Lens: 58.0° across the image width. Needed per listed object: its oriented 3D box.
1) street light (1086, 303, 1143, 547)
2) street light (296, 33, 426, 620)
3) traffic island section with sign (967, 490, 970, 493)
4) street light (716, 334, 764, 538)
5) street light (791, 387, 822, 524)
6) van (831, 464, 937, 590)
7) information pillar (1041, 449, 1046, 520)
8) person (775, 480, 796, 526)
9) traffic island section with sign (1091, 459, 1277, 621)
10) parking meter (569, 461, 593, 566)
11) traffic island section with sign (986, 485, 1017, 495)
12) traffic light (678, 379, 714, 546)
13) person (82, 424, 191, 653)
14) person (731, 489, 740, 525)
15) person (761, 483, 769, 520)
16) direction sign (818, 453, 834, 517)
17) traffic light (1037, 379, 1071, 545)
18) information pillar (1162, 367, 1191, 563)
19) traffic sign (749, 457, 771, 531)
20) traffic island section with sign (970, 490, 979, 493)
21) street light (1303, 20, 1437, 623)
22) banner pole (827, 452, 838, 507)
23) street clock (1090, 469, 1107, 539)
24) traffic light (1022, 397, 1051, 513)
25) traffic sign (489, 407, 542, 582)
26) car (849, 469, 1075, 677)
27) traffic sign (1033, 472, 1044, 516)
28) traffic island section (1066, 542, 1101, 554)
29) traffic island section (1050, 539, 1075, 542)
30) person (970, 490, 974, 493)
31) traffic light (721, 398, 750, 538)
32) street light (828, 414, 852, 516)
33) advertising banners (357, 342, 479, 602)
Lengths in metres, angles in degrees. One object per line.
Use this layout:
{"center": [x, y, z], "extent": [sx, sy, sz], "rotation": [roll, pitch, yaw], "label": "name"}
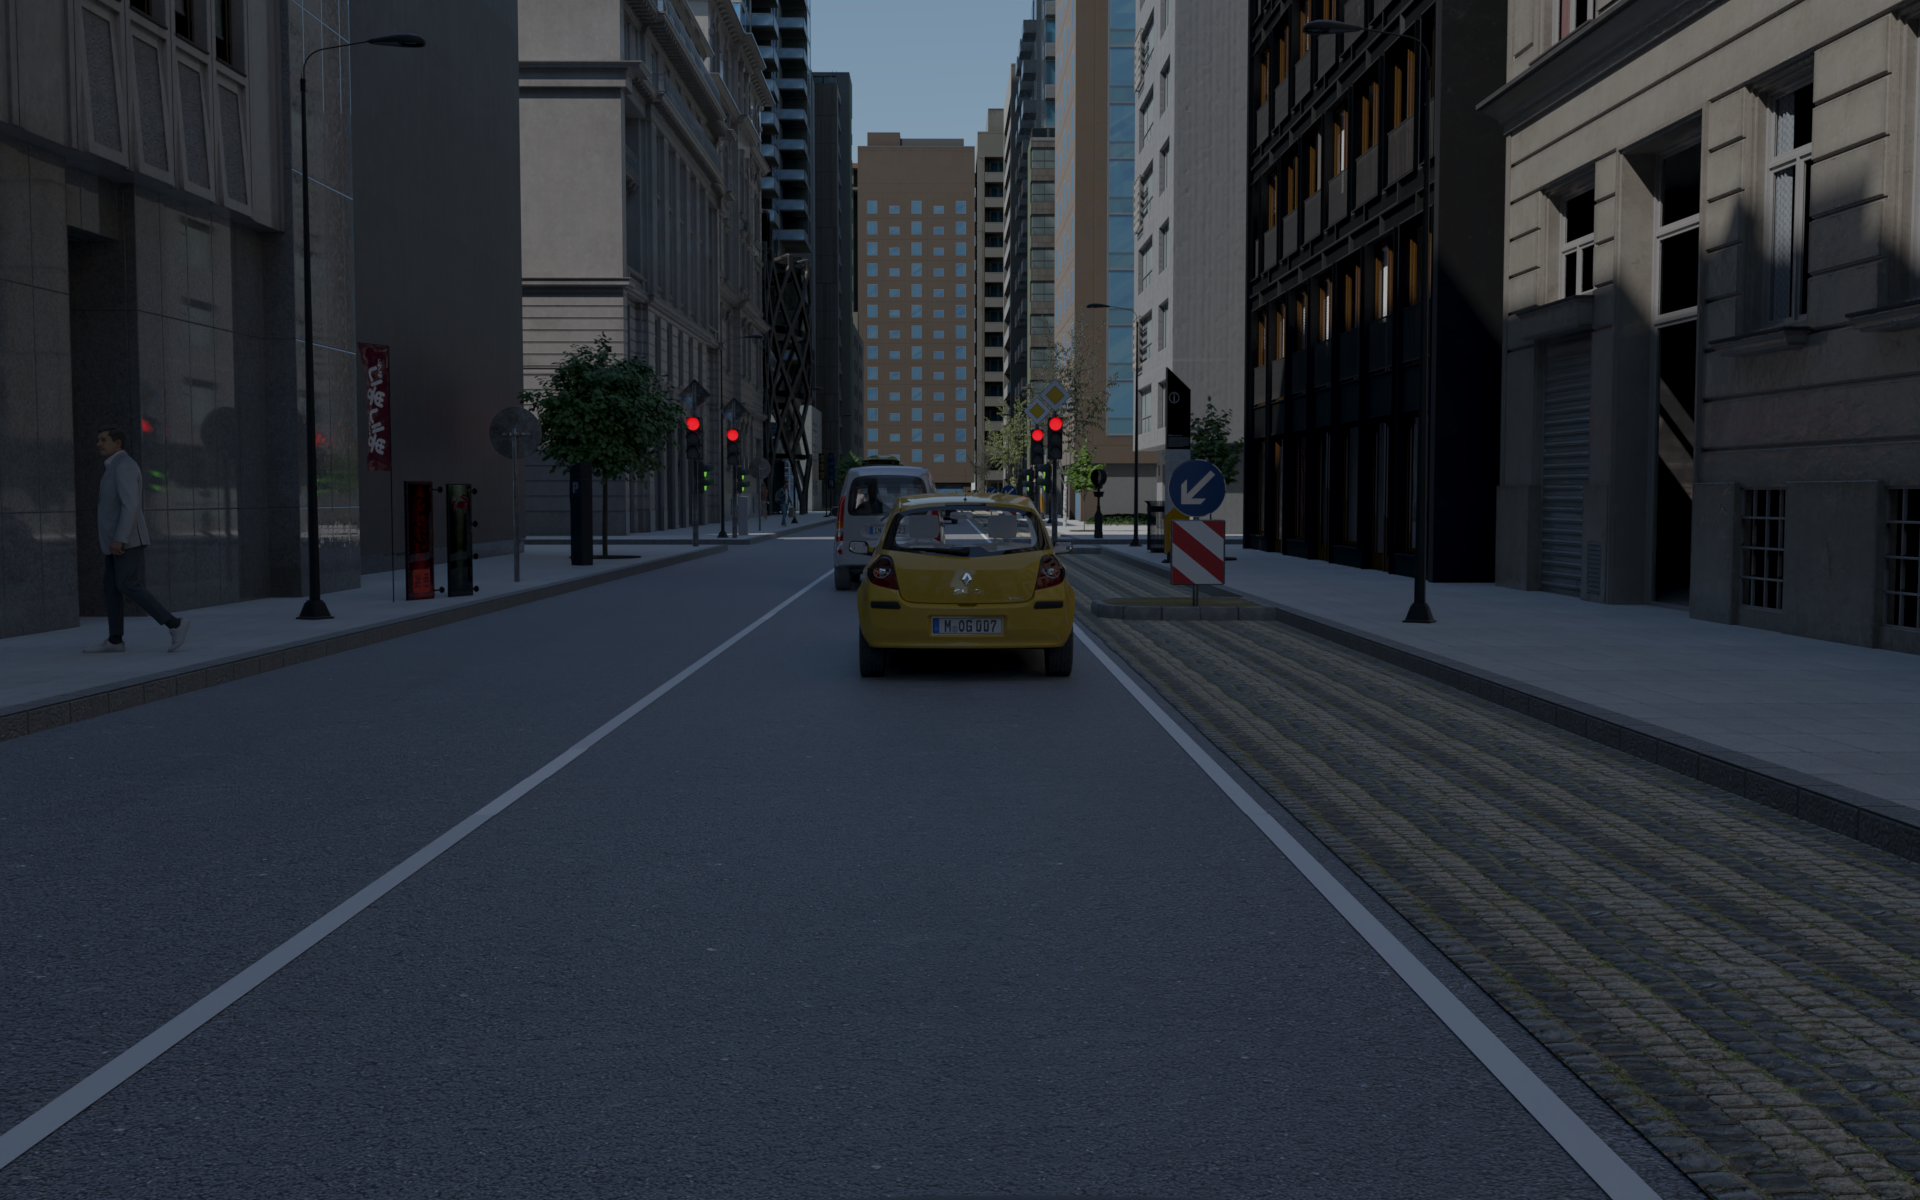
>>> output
{"center": [3.770, -4.266, 42.284], "extent": [1.470, 5.913, 1.316], "rotation": [0, 4, -1], "label": "street light"}
{"center": [-6.089, -2.758, 17.627], "extent": [1.470, 5.913, 1.316], "rotation": [0, 4, -1], "label": "street light"}
{"center": [1.211, -8.842, 153.190], "extent": [1.989, 1.847, 2.006], "rotation": [0, 4, -1], "label": "traffic island section with sign"}
{"center": [-6.404, -4.770, 50.524], "extent": [1.470, 5.913, 1.316], "rotation": [0, 4, -1], "label": "street light"}
{"center": [-6.682, -6.295, 75.462], "extent": [1.470, 5.913, 1.316], "rotation": [0, 4, -1], "label": "street light"}
{"center": [-1.062, -1.237, 27.243], "extent": [2.013, 2.044, 4.112], "rotation": [0, 4, 0], "label": "van"}
{"center": [4.126, -5.838, 86.808], "extent": [0.183, 3.616, 0.504], "rotation": [1, 4, 21], "label": "information pillar"}
{"center": [-6.876, -3.815, 68.398], "extent": [0.794, 1.824, 0.713], "rotation": [-3, 4, -37], "label": "person"}
{"center": [2.576, -0.722, 20.426], "extent": [1.989, 1.847, 2.006], "rotation": [0, 4, -1], "label": "traffic island section with sign"}
{"center": [-6.813, -1.556, 31.149], "extent": [0.399, 1.863, 0.255], "rotation": [3, 5, 42], "label": "parking meter"}
{"center": [2.018, -4.097, 75.612], "extent": [1.989, 1.847, 2.006], "rotation": [0, 4, -1], "label": "traffic island section with sign"}
{"center": [-6.458, -3.266, 42.316], "extent": [0.839, 4.253, 0.868], "rotation": [0, 4, -1], "label": "traffic light"}
{"center": [-6.686, -0.497, 14.018], "extent": [0.795, 1.843, 0.661], "rotation": [-2, 4, -27], "label": "person"}
{"center": [-9.228, -3.866, 71.841], "extent": [0.503, 1.515, 0.523], "rotation": [-1, 4, -9], "label": "person"}
{"center": [-9.638, -4.833, 85.033], "extent": [0.573, 1.828, 0.580], "rotation": [-1, 4, -22], "label": "person"}
{"center": [-7.408, -6.359, 95.963], "extent": [0.876, 3.537, 0.379], "rotation": [1, 4, 11], "label": "direction sign"}
{"center": [2.303, -3.272, 42.421], "extent": [0.839, 4.253, 0.868], "rotation": [0, 4, -1], "label": "traffic light"}
{"center": [4.019, -2.491, 32.091], "extent": [0.504, 3.616, 0.183], "rotation": [-1, 4, -16], "label": "information pillar"}
{"center": [-6.964, -3.674, 60.173], "extent": [0.768, 2.556, 0.104], "rotation": [0, 4, 1], "label": "traffic sign"}
{"center": [1.736, -5.745, 102.566], "extent": [1.989, 1.847, 2.006], "rotation": [0, 4, -1], "label": "traffic island section with sign"}
{"center": [4.059, -2.729, 17.162], "extent": [1.470, 5.913, 1.316], "rotation": [0, 4, -1], "label": "street light"}
{"center": [-7.461, -6.872, 102.375], "extent": [0.863, 3.779, 0.401], "rotation": [1, 4, 17], "label": "banner pole"}
{"center": [4.004, -2.780, 50.030], "extent": [0.358, 2.002, 0.471], "rotation": [-3, 4, -37], "label": "street clock"}
{"center": [2.221, -3.761, 50.406], "extent": [0.839, 4.253, 0.868], "rotation": [0, 4, -1], "label": "traffic light"}
{"center": [-6.484, -1.539, 25.274], "extent": [0.768, 2.556, 0.104], "rotation": [0, 3, 0], "label": "traffic sign"}
{"center": [0.019, -0.293, 15.015], "extent": [2.015, 1.641, 3.980], "rotation": [0, 4, -1], "label": "car"}
{"center": [3.877, -5.135, 83.963], "extent": [0.884, 2.594, 0.081], "rotation": [0, 4, 5], "label": "traffic sign"}
{"center": [2.343, -1.239, 42.535], "extent": [2.009, 0.180, 2.903], "rotation": [0, 4, -1], "label": "traffic island section"}
{"center": [2.261, -1.727, 50.520], "extent": [2.009, 0.180, 2.903], "rotation": [0, 4, -1], "label": "traffic island section"}
{"center": [1.073, -7.846, 137.301], "extent": [0.721, 1.766, 1.217], "rotation": [1, 4, 19], "label": "person"}
{"center": [-6.539, -3.754, 50.300], "extent": [0.839, 4.253, 0.868], "rotation": [0, 4, -1], "label": "traffic light"}
{"center": [-6.992, -7.856, 100.984], "extent": [1.470, 5.913, 1.316], "rotation": [0, 4, -1], "label": "street light"}
{"center": [-6.539, -1.516, 20.967], "extent": [0.090, 3.025, 2.074], "rotation": [1, 4, 22], "label": "advertising banners"}
